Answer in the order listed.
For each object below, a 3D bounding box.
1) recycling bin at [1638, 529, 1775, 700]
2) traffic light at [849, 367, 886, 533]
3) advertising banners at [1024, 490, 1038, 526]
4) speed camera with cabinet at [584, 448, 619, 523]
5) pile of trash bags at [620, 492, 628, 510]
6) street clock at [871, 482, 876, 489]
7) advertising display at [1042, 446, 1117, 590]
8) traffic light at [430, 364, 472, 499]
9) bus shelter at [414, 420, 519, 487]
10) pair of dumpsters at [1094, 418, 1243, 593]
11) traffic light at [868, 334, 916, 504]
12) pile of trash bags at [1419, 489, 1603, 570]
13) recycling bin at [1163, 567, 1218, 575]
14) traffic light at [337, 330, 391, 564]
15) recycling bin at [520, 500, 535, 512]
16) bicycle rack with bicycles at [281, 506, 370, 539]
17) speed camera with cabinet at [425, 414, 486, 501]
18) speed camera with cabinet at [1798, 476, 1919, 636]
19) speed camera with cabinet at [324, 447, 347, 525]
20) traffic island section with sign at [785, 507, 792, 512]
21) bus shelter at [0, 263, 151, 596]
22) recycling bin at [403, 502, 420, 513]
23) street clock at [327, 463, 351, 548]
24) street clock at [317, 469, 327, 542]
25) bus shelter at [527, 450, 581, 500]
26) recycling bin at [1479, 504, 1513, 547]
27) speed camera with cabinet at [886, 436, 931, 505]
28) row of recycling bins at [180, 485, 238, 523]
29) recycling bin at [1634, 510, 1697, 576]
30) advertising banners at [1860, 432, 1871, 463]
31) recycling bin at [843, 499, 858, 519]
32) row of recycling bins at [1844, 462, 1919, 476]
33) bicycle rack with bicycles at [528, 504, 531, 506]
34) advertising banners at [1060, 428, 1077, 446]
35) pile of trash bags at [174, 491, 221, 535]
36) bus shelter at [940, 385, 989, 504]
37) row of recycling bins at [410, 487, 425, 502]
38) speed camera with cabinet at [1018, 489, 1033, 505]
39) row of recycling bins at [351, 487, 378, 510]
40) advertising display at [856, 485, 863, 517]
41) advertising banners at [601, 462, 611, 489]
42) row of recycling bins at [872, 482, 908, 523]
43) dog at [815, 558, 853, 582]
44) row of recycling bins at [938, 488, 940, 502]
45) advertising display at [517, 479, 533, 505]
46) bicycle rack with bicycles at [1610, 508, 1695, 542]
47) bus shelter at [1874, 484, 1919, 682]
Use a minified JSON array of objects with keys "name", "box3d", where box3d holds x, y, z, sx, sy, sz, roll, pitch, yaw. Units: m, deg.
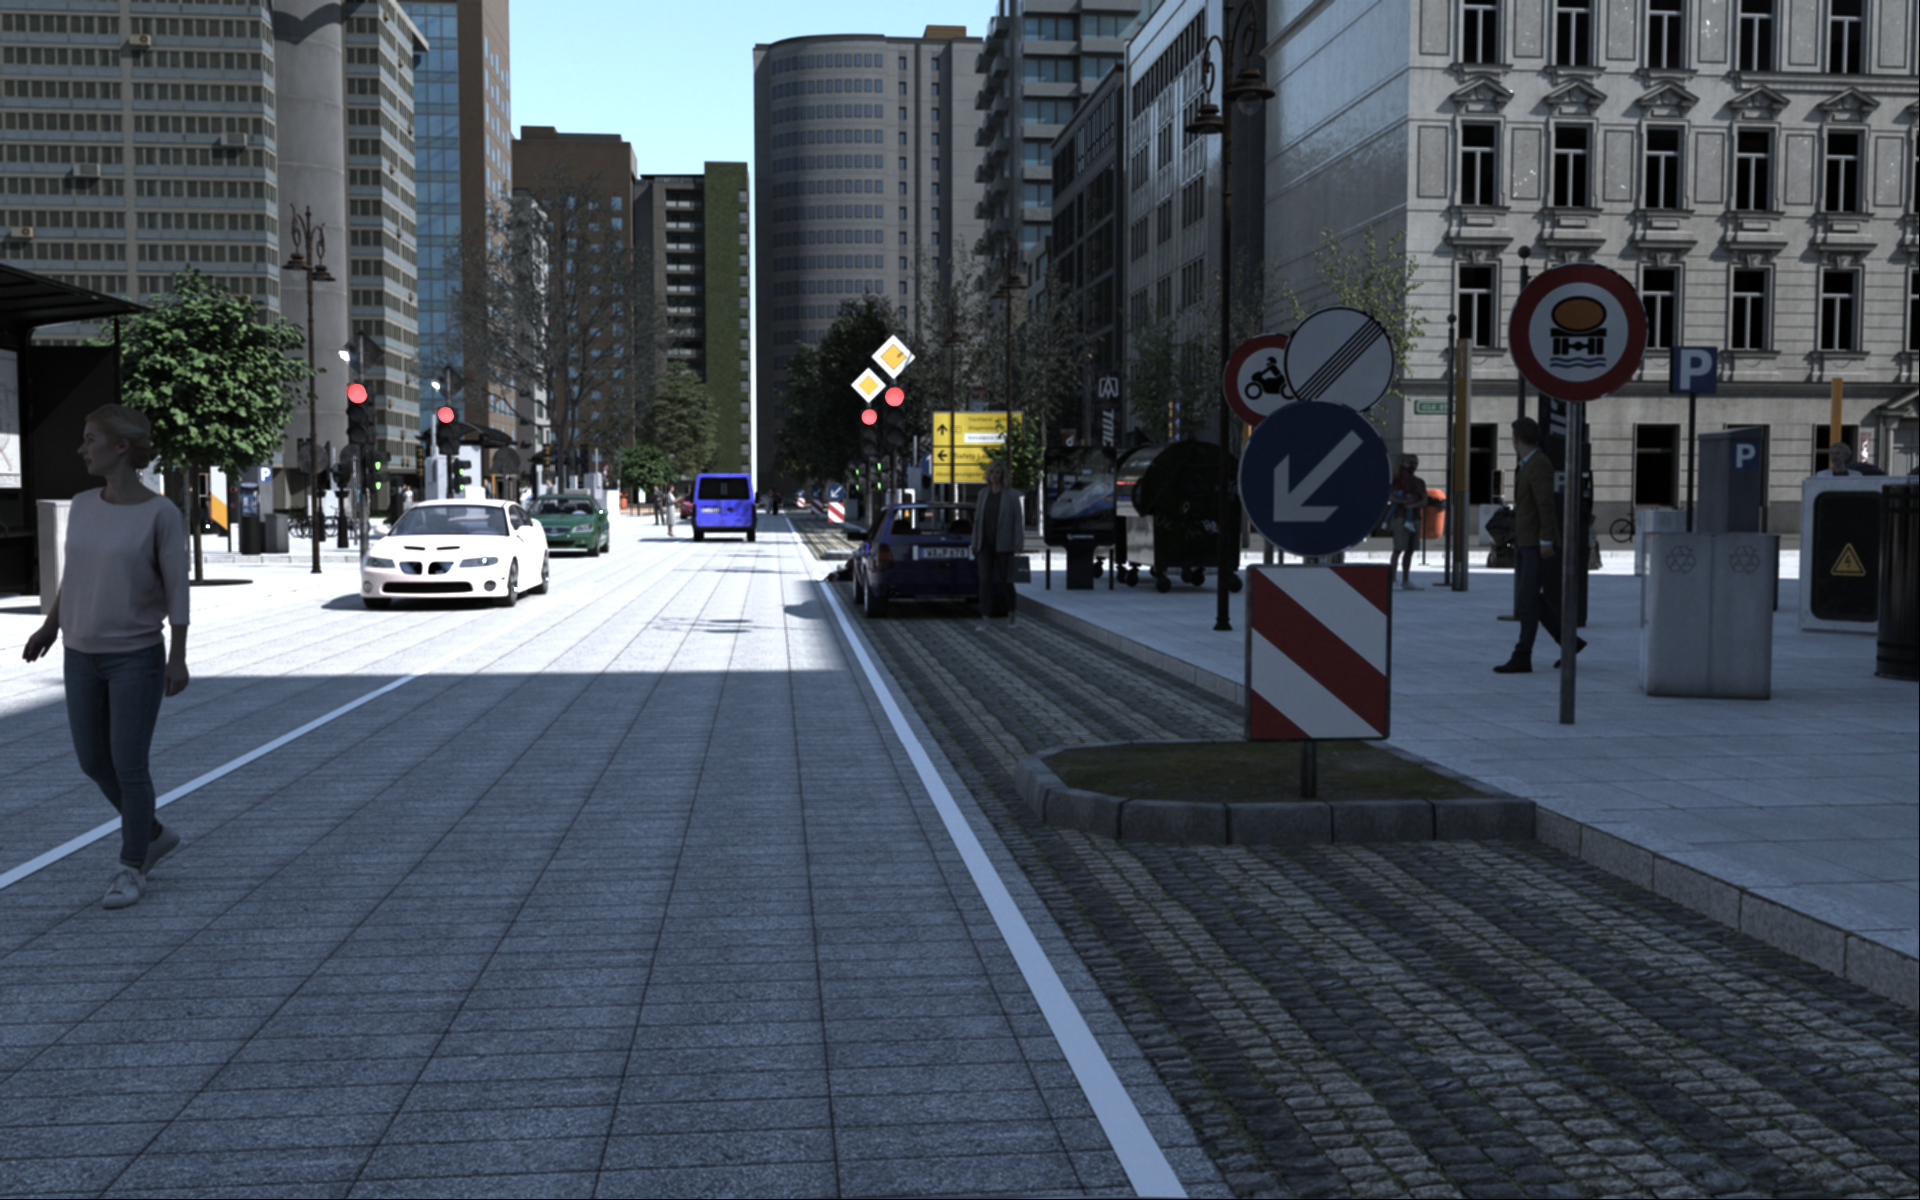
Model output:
[{"name":"recycling bin","box3d":[4.805,0.084,11.178,0.722,1.027,0.722,1,4,17]},{"name":"traffic light","box3d":[-2.050,-3.035,38.544,0.839,4.253,0.868,0,4,-6]},{"name":"advertising banners","box3d":[2.947,-4.483,69.490,0.090,3.025,2.074,-1,4,-16]},{"name":"speed camera with cabinet","box3d":[-15.627,-4.958,75.399,0.660,3.252,2.038,1,4,18]},{"name":"pile of trash bags","box3d":[-19.127,-5.051,92.334,1.912,1.369,3.447,3,5,40]},{"name":"street clock","box3d":[-4.861,-5.802,99.437,0.471,2.002,0.358,-1,4,-13]},{"name":"advertising display","box3d":[1.611,-1.101,23.219,0.974,1.923,0.123,0,4,2]},{"name":"traffic light","box3d":[-11.058,-2.975,37.558,0.839,4.253,0.868,0,4,-6]},{"name":"bus shelter","box3d":[-14.177,-3.439,50.147,2.014,3.302,5.546,0,4,-6]},{"name":"pair of dumpsters","box3d":[2.831,-1.341,24.413,1.574,2.255,4.437,0,4,-6]},{"name":"traffic light","box3d":[-1.193,-2.549,30.605,0.839,4.253,0.868,0,4,-6]},{"name":"pile of trash bags","box3d":[9.658,-1.277,30.631,3.447,1.369,1.912,3,4,36]},{"name":"recycling bin","box3d":[3.701,-0.926,27.698,0.722,1.027,0.722,3,5,43]},{"name":"traffic light","box3d":[-10.200,-2.489,29.619,0.839,4.253,0.868,0,4,-6]},{"name":"recycling bin","box3d":[-16.879,-3.393,68.026,0.722,1.027,0.722,-1,4,-17]},{"name":"bicycle rack with bicycles","box3d":[-19.239,-2.291,50.847,2.925,0.926,2.852,1,4,21]},{"name":"speed camera with cabinet","box3d":[-12.435,-2.954,42.640,0.660,3.252,2.038,-3,5,-44]},{"name":"speed camera with cabinet","box3d":[8.652,-1.291,15.443,0.660,3.252,2.038,-3,4,-39]},{"name":"speed camera with cabinet","box3d":[-26.244,-4.799,72.803,0.660,3.252,2.038,-1,4,-8]},{"name":"traffic island section with sign","box3d":[-12.945,-8.025,139.830,1.989,1.847,2.006,0,4,-6]},{"name":"bus shelter","box3d":[-10.747,-1.687,18.859,1.731,3.624,6.357,0,4,-6]},{"name":"recycling bin","box3d":[-17.358,-2.606,55.157,0.722,1.027,0.722,0,4,-4]},{"name":"street clock","box3d":[-14.624,-2.227,40.990,0.471,2.002,0.358,3,5,41]},{"name":"street clock","box3d":[-17.197,-2.567,46.548,0.358,2.002,0.471,0,4,5]},{"name":"bus shelter","box3d":[-18.937,-5.353,81.451,2.014,3.302,5.546,0,4,-6]},{"name":"recycling bin","box3d":[13.142,-1.826,42.415,0.722,1.027,0.722,2,4,27]},{"name":"speed camera with cabinet","box3d":[-1.712,-3.895,58.020,0.660,3.252,2.038,2,4,30]},{"name":"row of recycling bins","box3d":[-32.194,-4.198,75.750,3.534,1.692,1.069,-1,4,-18]},{"name":"recycling bin","box3d":[10.964,-0.876,26.875,0.722,1.027,0.722,0,4,-3]},{"name":"advertising banners","box3d":[25.123,-3.227,48.957,2.074,3.025,0.090,-2,4,-32]},{"name":"recycling bin","box3d":[-5.532,-4.610,87.932,0.722,1.027,0.722,-1,4,-14]},{"name":"row of recycling bins","box3d":[12.908,-0.911,22.015,3.534,1.692,1.069,1,4,16]},{"name":"bicycle rack with bicycles","box3d":[-15.411,-3.215,65.941,2.852,0.926,2.925,1,4,14]},{"name":"advertising banners","box3d":[3.502,-3.033,45.779,2.074,3.025,0.090,3,4,38]},{"name":"pile of trash bags","box3d":[-24.084,-2.754,54.786,1.912,1.369,3.447,-3,5,-44]},{"name":"bus shelter","box3d":[0.273,-5.125,61.426,2.179,5.291,8.768,0,4,-6]},{"name":"row of recycling bins","box3d":[-32.951,-6.142,107.527,1.069,1.692,3.534,2,4,28]},{"name":"speed camera with cabinet","box3d":[3.119,-6.055,93.332,0.660,3.252,2.038,-2,4,-33]},{"name":"row of recycling bins","box3d":[-33.601,-5.372,94.950,1.069,1.692,3.534,3,5,44]},{"name":"advertising display","box3d":[-5.613,-5.592,96.637,0.974,1.923,0.123,0,4,-7]},{"name":"advertising banners","box3d":[-19.899,-5.963,93.678,2.074,3.025,0.090,0,4,-4]},{"name":"row of recycling bins","box3d":[-2.297,-3.314,61.292,1.069,1.692,3.534,-1,4,-17]},{"name":"dog","box3d":[-1.963,-0.496,28.303,0.748,0.427,0.550,1,4,12]},{"name":"row of recycling bins","box3d":[-0.058,-4.957,88.152,3.534,1.692,1.069,-2,4,-29]},{"name":"advertising display","box3d":[-19.041,-4.316,75.782,0.123,1.923,0.974,1,4,22]},{"name":"bicycle rack with bicycles","box3d":[19.113,-1.987,45.869,2.925,0.926,2.852,3,5,44]},{"name":"bus shelter","box3d":[7.054,-1.858,8.004,2.179,5.291,8.768,0,4,-6]}]
